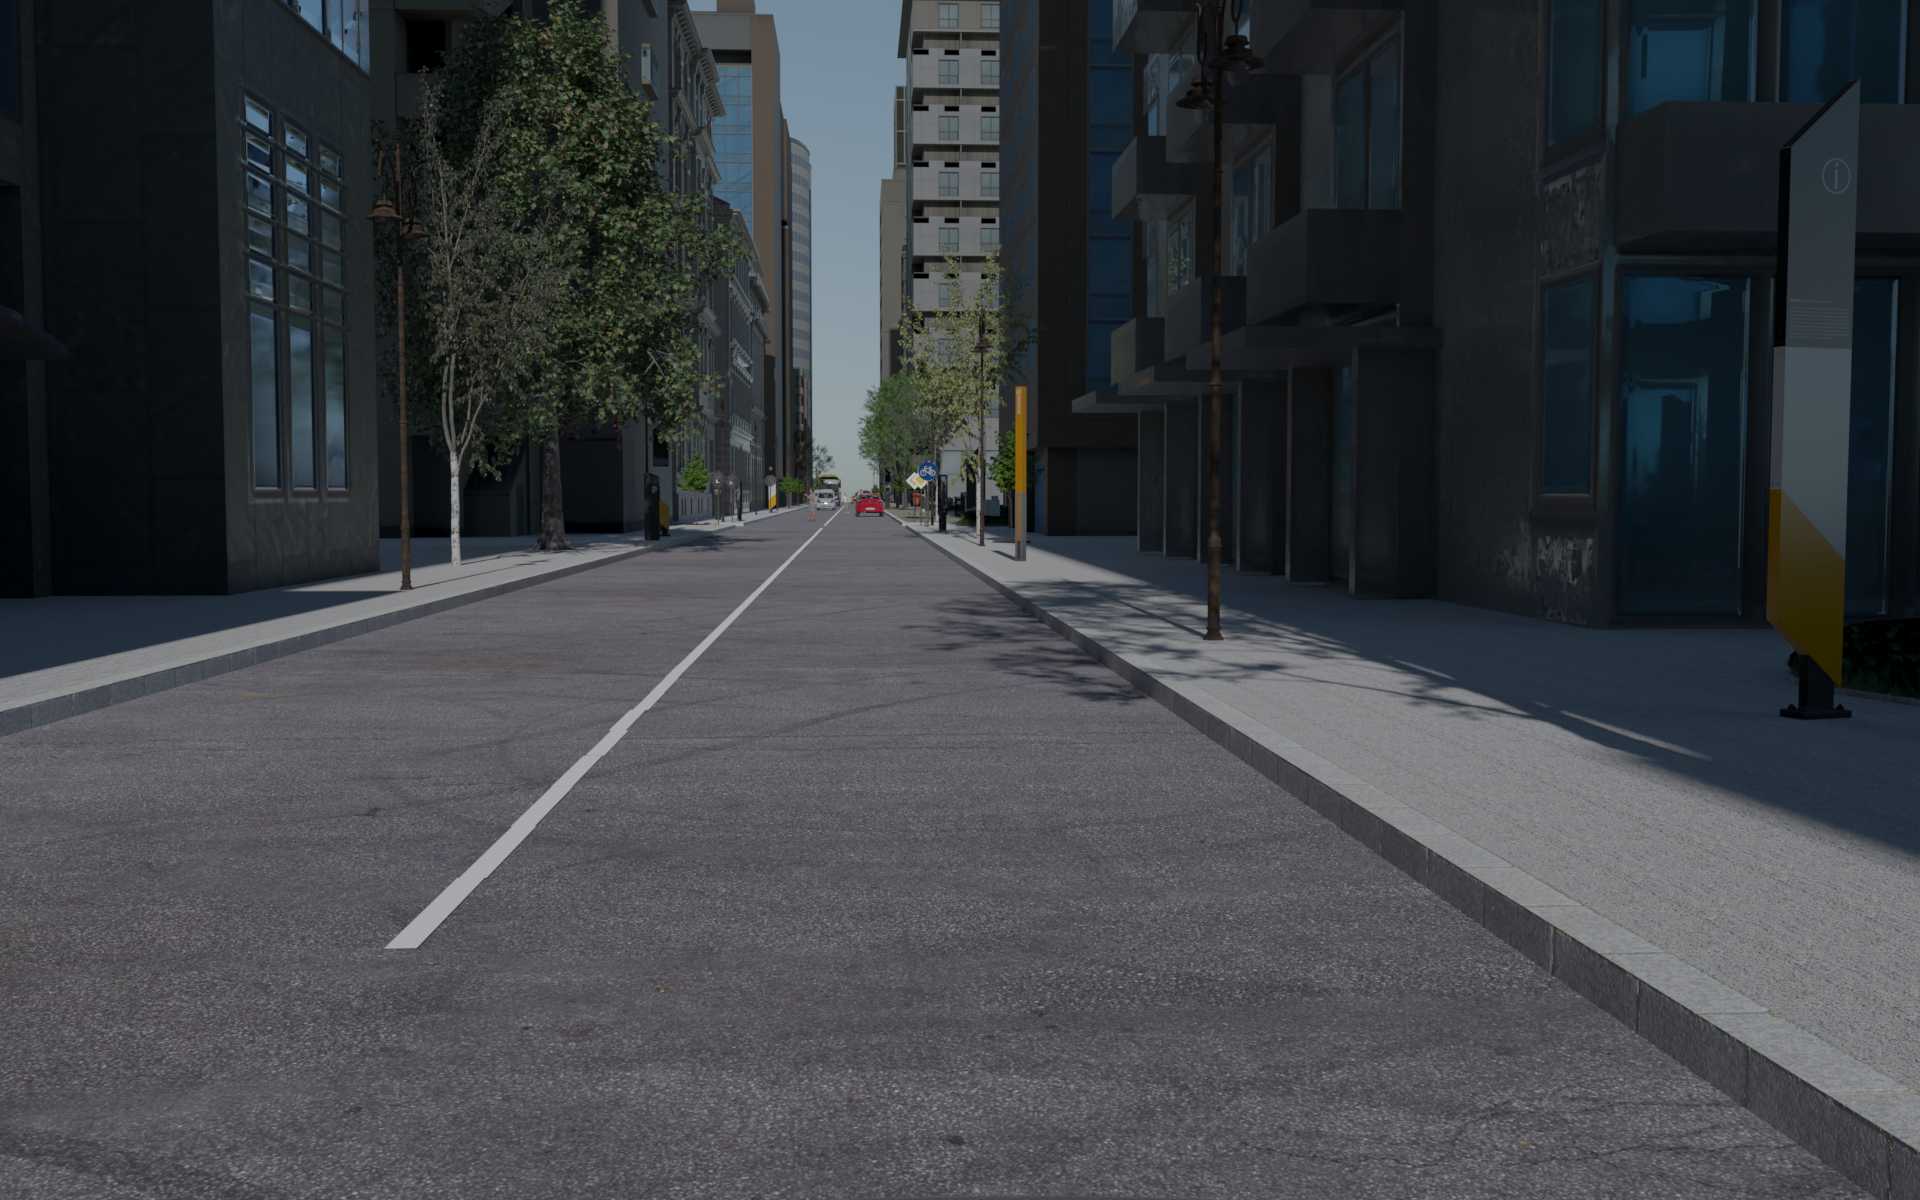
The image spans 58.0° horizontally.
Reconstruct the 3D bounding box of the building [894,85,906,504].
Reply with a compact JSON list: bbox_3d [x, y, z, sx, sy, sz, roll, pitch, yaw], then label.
[{"bbox_3d":[-3.303,-52.876,302.778,20.563,71.187,20.611,0,4,-3],"label":"building"}]

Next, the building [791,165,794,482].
[{"bbox_3d":[-26.766,-33.760,202.094,14.600,45.320,14.200,0,4,-3],"label":"building"}]

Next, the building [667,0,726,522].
[{"bbox_3d":[-19.862,-18.502,89.896,14.401,28.519,23.554,0,4,-3],"label":"building"}]

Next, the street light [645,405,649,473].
[{"bbox_3d":[-9.002,-4.707,49.739,0.468,5.910,1.993,0,4,-3],"label":"street light"}]

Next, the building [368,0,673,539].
[{"bbox_3d":[-21.653,-26.589,58.440,21.600,48.544,21.300,0,4,-3],"label":"building"}]

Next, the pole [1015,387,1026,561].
[{"bbox_3d":[1.159,-2.394,32.991,0.158,3.312,0.155,0,3,0],"label":"pole"}]

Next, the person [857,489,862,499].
[{"bbox_3d":[-8.573,-8.592,148.841,0.638,1.841,0.748,-2,4,-24],"label":"person"}]

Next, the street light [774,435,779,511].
[{"bbox_3d":[-14.067,-9.813,133.237,0.468,5.910,1.993,0,4,-3],"label":"street light"}]

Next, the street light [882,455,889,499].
[{"bbox_3d":[-7.503,-12.474,176.730,0.468,5.910,1.993,0,4,-3],"label":"street light"}]

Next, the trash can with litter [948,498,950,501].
[{"bbox_3d":[-1.138,-6.487,117.448,0.624,1.170,1.055,1,4,22],"label":"trash can with litter"}]

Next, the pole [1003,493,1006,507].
[{"bbox_3d":[3.033,-7.593,117.986,0.158,3.312,0.155,0,3,0],"label":"pole"}]

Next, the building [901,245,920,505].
[{"bbox_3d":[0.136,-26.329,202.181,14.160,30.474,14.107,0,4,-3],"label":"building"}]

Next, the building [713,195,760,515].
[{"bbox_3d":[-19.387,-16.928,112.924,11.583,22.565,21.152,0,4,-3],"label":"building"}]

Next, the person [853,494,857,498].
[{"bbox_3d":[-13.485,-13.497,229.200,1.348,1.821,0.705,1,4,11],"label":"person"}]

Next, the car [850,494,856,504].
[{"bbox_3d":[-15.339,-15.159,258.078,2.015,1.641,3.980,0,4,-4],"label":"car"}]

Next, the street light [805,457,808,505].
[{"bbox_3d":[-18.585,-14.485,209.615,0.468,5.910,1.993,0,4,-3],"label":"street light"}]

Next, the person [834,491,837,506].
[{"bbox_3d":[-15.159,-12.438,211.496,0.705,1.869,1.348,0,4,-5],"label":"person"}]

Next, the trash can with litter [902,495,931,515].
[{"bbox_3d":[-2.543,-5.950,108.333,2.233,1.210,1.678,-1,4,-9],"label":"trash can with litter"}]

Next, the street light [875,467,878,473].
[{"bbox_3d":[-10.737,-15.753,230.347,0.468,5.910,1.993,0,4,-3],"label":"street light"}]

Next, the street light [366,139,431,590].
[{"bbox_3d":[-7.421,-3.074,23.044,0.468,5.910,1.993,0,4,-3],"label":"street light"}]

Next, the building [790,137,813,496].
[{"bbox_3d":[-34.759,-45.100,279.388,21.231,58.520,28.212,0,4,-3],"label":"building"}]

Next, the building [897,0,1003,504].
[{"bbox_3d":[8.170,-36.204,181.182,28.713,52.752,27.495,0,4,-3],"label":"building"}]

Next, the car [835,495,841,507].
[{"bbox_3d":[-14.598,-11.378,198.606,1.945,1.354,3.894,0,4,-4],"label":"car"}]

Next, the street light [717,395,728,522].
[{"bbox_3d":[-10.899,-6.528,79.517,0.468,5.910,1.993,0,4,-3],"label":"street light"}]

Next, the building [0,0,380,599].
[{"bbox_3d":[-17.882,-42.664,10.225,22.319,86.520,31.000,0,4,-3],"label":"building"}]

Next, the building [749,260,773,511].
[{"bbox_3d":[-21.844,-17.957,135.400,13.314,21.916,24.055,0,4,-3],"label":"building"}]

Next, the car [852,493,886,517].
[{"bbox_3d":[-5.799,-6.225,110.812,2.155,1.783,4.494,0,4,-4],"label":"car"}]

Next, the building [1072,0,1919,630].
[{"bbox_3d":[14.765,-24.998,28.321,23.786,49.044,30.456,0,4,-3],"label":"building"}]

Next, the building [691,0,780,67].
[{"bbox_3d":[-23.707,-31.172,159.772,14.600,45.320,14.200,0,4,-3],"label":"building"}]

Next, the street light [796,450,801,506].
[{"bbox_3d":[-17.049,-12.850,182.883,0.468,5.910,1.993,0,4,-3],"label":"street light"}]

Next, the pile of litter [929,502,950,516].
[{"bbox_3d":[-1.306,-5.331,101.133,1.176,0.858,1.719,-3,4,-37],"label":"pile of litter"}]

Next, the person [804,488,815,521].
[{"bbox_3d":[-8.054,-5.130,92.727,0.532,1.782,0.716,-2,4,-33],"label":"person"}]

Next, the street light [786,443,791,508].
[{"bbox_3d":[-15.441,-11.217,156.189,0.468,5.910,1.993,0,4,-3],"label":"street light"}]

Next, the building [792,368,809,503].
[{"bbox_3d":[-36.305,-24.883,251.872,27.650,21.520,28.899,0,4,-3],"label":"building"}]

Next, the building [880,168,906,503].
[{"bbox_3d":[-0.904,-38.495,253.091,21.300,48.544,21.600,0,4,-3],"label":"building"}]

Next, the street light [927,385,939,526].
[{"bbox_3d":[-1.126,-5.980,70.568,0.468,5.910,1.993,0,4,-3],"label":"street light"}]

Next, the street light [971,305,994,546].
[{"bbox_3d":[0.541,-4.261,42.452,0.468,5.910,1.993,0,4,-3],"label":"street light"}]

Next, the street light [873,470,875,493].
[{"bbox_3d":[-12.433,-17.558,259.860,0.468,5.910,1.993,0,4,-3],"label":"street light"}]

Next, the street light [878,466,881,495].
[{"bbox_3d":[-9.101,-14.120,203.655,0.468,5.910,1.993,0,4,-3],"label":"street light"}]

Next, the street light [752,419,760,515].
[{"bbox_3d":[-12.516,-8.160,106.211,0.468,5.910,1.993,0,4,-3],"label":"street light"}]

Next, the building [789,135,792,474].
[{"bbox_3d":[-26.210,-32.894,187.928,14.600,45.320,14.200,0,4,-3],"label":"building"}]

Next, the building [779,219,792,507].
[{"bbox_3d":[-24.308,-24.626,174.342,14.160,30.474,14.107,0,4,-3],"label":"building"}]

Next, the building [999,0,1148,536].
[{"bbox_3d":[8.794,-24.972,58.404,14.600,45.320,14.200,0,4,-3],"label":"building"}]

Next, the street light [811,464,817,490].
[{"bbox_3d":[-20.284,-16.250,238.479,0.468,5.910,1.993,0,4,-3],"label":"street light"}]

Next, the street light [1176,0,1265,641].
[{"bbox_3d":[2.230,-2.585,15.059,0.468,5.910,1.993,0,4,-3],"label":"street light"}]

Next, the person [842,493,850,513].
[{"bbox_3d":[-8.627,-7.331,130.962,0.523,1.515,0.503,1,4,22],"label":"person"}]
